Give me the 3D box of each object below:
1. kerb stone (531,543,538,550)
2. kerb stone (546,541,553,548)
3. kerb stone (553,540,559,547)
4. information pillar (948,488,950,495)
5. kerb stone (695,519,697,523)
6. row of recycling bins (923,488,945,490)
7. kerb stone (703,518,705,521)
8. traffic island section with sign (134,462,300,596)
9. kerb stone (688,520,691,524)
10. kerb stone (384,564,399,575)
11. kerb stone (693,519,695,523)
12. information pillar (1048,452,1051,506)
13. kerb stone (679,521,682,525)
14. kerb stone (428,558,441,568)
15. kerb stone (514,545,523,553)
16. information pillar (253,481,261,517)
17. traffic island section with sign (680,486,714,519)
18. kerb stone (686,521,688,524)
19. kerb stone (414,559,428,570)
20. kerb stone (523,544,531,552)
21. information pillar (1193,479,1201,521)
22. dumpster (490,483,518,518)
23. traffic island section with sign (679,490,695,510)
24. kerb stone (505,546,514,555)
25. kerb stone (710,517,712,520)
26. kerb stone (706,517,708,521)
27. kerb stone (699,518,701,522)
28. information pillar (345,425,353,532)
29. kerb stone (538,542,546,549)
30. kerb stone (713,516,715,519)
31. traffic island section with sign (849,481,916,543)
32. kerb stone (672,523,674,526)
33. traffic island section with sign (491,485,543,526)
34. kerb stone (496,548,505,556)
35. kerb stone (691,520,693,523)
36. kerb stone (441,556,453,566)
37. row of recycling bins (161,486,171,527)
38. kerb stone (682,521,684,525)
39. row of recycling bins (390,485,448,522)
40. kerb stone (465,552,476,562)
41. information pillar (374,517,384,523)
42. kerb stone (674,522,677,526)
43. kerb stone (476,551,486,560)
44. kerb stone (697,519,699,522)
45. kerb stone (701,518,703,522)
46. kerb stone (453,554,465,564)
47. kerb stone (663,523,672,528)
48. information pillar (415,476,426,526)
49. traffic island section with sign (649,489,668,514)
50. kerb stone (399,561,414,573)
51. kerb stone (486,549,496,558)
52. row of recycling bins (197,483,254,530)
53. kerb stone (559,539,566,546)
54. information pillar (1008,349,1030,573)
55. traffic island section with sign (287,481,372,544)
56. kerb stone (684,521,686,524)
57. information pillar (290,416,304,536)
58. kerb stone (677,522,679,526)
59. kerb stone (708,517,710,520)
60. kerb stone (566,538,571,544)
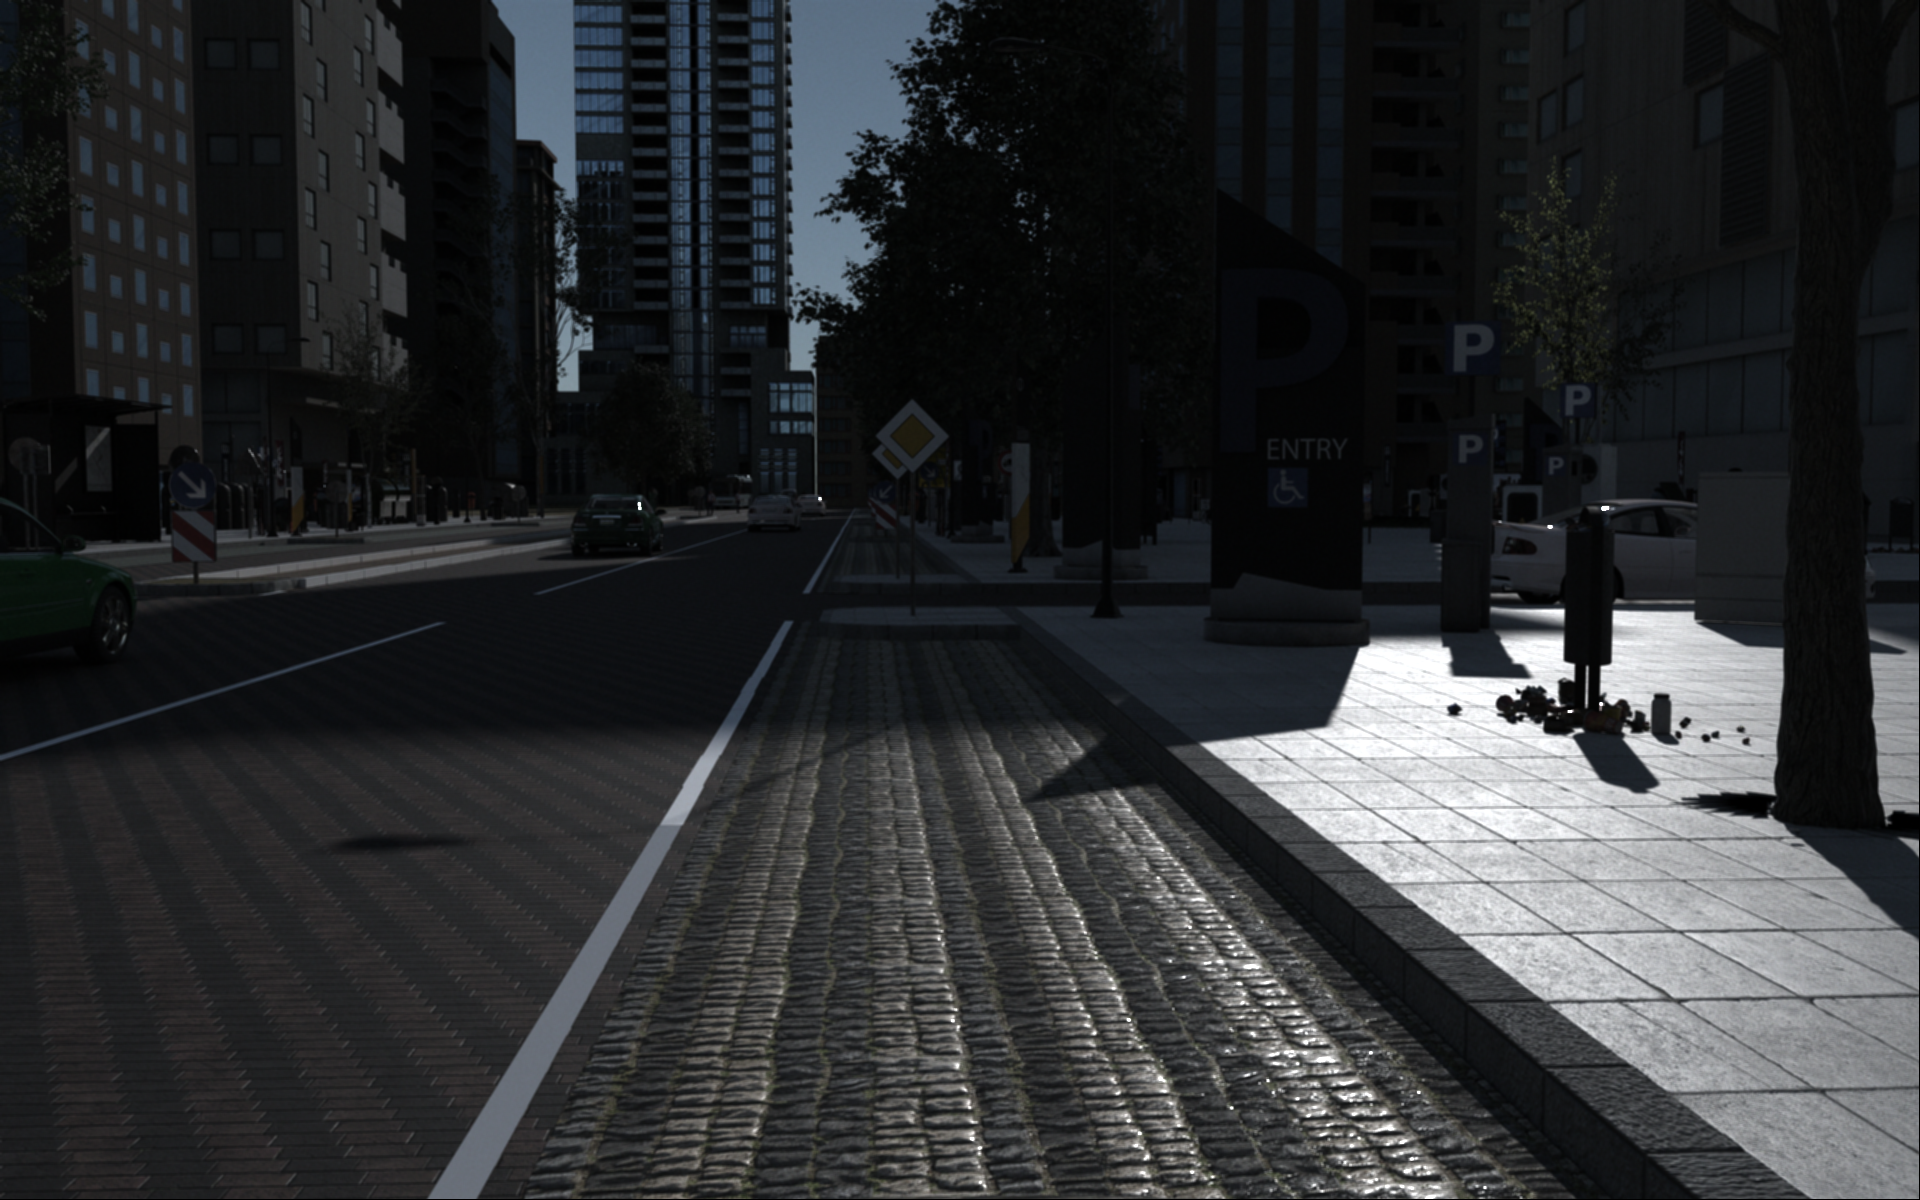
[{"bbox_3d":[-10.977,-1.341,44.180,0.120,0.150,1.000,0,4,-3],"label":"kerb stone"},{"bbox_3d":[-11.094,-1.470,46.226,0.120,0.150,1.000,0,4,-3],"label":"kerb stone"},{"bbox_3d":[-11.147,-1.532,47.247,0.120,0.150,1.000,0,4,-3],"label":"kerb stone"},{"bbox_3d":[-0.370,-5.518,81.575,0.504,3.616,0.183,1,4,10],"label":"information pillar"},{"bbox_3d":[-13.310,-3.909,86.111,0.120,0.150,1.000,0,4,-3],"label":"kerb stone"},{"bbox_3d":[-0.955,-5.208,92.258,1.069,1.692,3.534,3,5,41],"label":"row of recycling bins"},{"bbox_3d":[-13.542,-4.160,90.205,0.120,0.150,1.000,0,4,-3],"label":"kerb stone"},{"bbox_3d":[-10.971,-1.053,25.349,2.006,1.907,1.989,0,4,-3],"label":"traffic island section with sign"},{"bbox_3d":[-13.142,-3.720,83.028,0.120,0.150,1.000,0,4,-3],"label":"kerb stone"},{"bbox_3d":[-10.242,-0.531,30.870,0.120,0.150,1.000,0,4,-3],"label":"kerb stone"},{"bbox_3d":[-13.259,-3.842,85.088,0.120,0.150,1.000,0,4,-3],"label":"kerb stone"},{"bbox_3d":[3.497,-4.910,71.635,0.504,3.616,0.183,1,4,18],"label":"information pillar"},{"bbox_3d":[-12.913,-3.471,78.945,0.120,0.150,1.000,0,4,-3],"label":"kerb stone"},{"bbox_3d":[-10.403,-0.718,33.943,0.120,0.150,1.000,0,4,-3],"label":"kerb stone"},{"bbox_3d":[-10.859,-1.220,42.136,0.120,0.150,1.000,0,4,-3],"label":"kerb stone"},{"bbox_3d":[-38.689,-5.556,95.327,0.304,2.012,0.304,1,4,19],"label":"information pillar"},{"bbox_3d":[-15.153,-5.641,100.371,2.006,1.907,1.989,0,4,-3],"label":"traffic island section with sign"},{"bbox_3d":[-13.087,-3.658,82.007,0.120,0.150,1.000,0,4,-3],"label":"kerb stone"},{"bbox_3d":[-10.354,-0.656,32.922,0.120,0.150,1.000,0,4,-3],"label":"kerb stone"},{"bbox_3d":[-10.913,-1.282,43.158,0.120,0.150,1.000,0,4,-3],"label":"kerb stone"},{"bbox_3d":[11.264,-4.767,82.436,0.304,2.012,0.304,2,4,27],"label":"information pillar"},{"bbox_3d":[-24.284,-5.306,92.507,1.264,1.857,1.865,0,4,-3],"label":"dumpster"},{"bbox_3d":[-24.015,-8.943,154.849,1.989,1.847,2.006,0,4,-3],"label":"traffic island section with sign"},{"bbox_3d":[-10.809,-1.157,41.115,0.120,0.150,1.000,0,4,-3],"label":"kerb stone"},{"bbox_3d":[-13.765,-4.410,94.299,0.120,0.150,1.000,0,4,-3],"label":"kerb stone"},{"bbox_3d":[-13.653,-4.284,92.251,0.120,0.150,1.000,0,4,-3],"label":"kerb stone"},{"bbox_3d":[-13.428,-4.034,88.156,0.120,0.150,1.000,0,4,-3],"label":"kerb stone"},{"bbox_3d":[-20.728,-4.122,58.746,0.183,3.616,0.504,-2,4,-28],"label":"information pillar"},{"bbox_3d":[-11.031,-1.407,45.206,0.120,0.150,1.000,0,4,-3],"label":"kerb stone"},{"bbox_3d":[-13.874,-4.535,96.340,0.120,0.150,1.000,0,4,-3],"label":"kerb stone"},{"bbox_3d":[-2.324,-2.628,51.601,1.989,1.847,2.006,0,4,-3],"label":"traffic island section with sign"},{"bbox_3d":[-12.736,-3.280,75.876,0.120,0.150,1.000,0,4,-3],"label":"kerb stone"},{"bbox_3d":[-19.695,-4.192,77.159,1.989,1.847,2.006,0,4,-3],"label":"traffic island section with sign"},{"bbox_3d":[-10.757,-1.092,40.094,0.120,0.150,1.000,0,4,-3],"label":"kerb stone"},{"bbox_3d":[-13.192,-3.776,84.055,0.120,0.150,1.000,0,4,-3],"label":"kerb stone"},{"bbox_3d":[-10.464,-0.776,34.964,0.120,0.150,1.000,0,4,-3],"label":"kerb stone"},{"bbox_3d":[-30.811,-3.638,66.600,3.534,1.692,1.069,-2,4,-30],"label":"row of recycling bins"},{"bbox_3d":[-12.969,-3.532,79.966,0.120,0.150,1.000,0,4,-3],"label":"kerb stone"},{"bbox_3d":[-25.308,-4.512,80.883,3.534,1.692,1.069,2,4,31],"label":"row of recycling bins"},{"bbox_3d":[-10.578,-0.907,37.018,0.120,0.150,1.000,0,4,-3],"label":"kerb stone"},{"bbox_3d":[-25.992,-4.464,77.473,0.304,2.012,0.304,1,4,21],"label":"information pillar"},{"bbox_3d":[-12.800,-3.346,76.896,0.120,0.150,1.000,0,4,-3],"label":"kerb stone"},{"bbox_3d":[-10.635,-0.969,38.043,0.120,0.150,1.000,0,4,-3],"label":"kerb stone"},{"bbox_3d":[-13.365,-3.972,87.136,0.120,0.150,1.000,0,4,-3],"label":"kerb stone"},{"bbox_3d":[-13.488,-4.097,89.182,0.120,0.150,1.000,0,4,-3],"label":"kerb stone"},{"bbox_3d":[-10.520,-0.844,35.997,0.120,0.150,1.000,0,4,-3],"label":"kerb stone"},{"bbox_3d":[-12.684,-3.221,74.853,0.120,0.150,1.000,0,4,-3],"label":"kerb stone"},{"bbox_3d":[-21.402,-3.930,68.740,0.304,2.012,0.304,0,4,-1],"label":"information pillar"},{"bbox_3d":[-22.466,-7.238,126.973,1.989,1.847,2.006,0,4,-3],"label":"traffic island section with sign"},{"bbox_3d":[-10.298,-0.583,31.894,0.120,0.150,1.000,0,4,-3],"label":"kerb stone"},{"bbox_3d":[-10.696,-1.032,39.073,0.120,0.150,1.000,0,4,-3],"label":"kerb stone"},{"bbox_3d":[-26.684,-3.404,62.776,1.069,1.692,3.534,0,4,5],"label":"row of recycling bins"},{"bbox_3d":[-11.207,-1.595,48.268,0.120,0.150,1.000,0,4,-3],"label":"kerb stone"},{"bbox_3d":[0.983,-2.257,28.249,0.183,3.616,0.504,2,4,30],"label":"information pillar"},{"bbox_3d":[-18.202,-2.545,50.245,1.989,1.847,2.006,0,4,-3],"label":"traffic island section with sign"},{"bbox_3d":[-13.028,-3.591,80.987,0.120,0.150,1.000,0,4,-3],"label":"kerb stone"},{"bbox_3d":[-20.129,-3.743,52.551,0.183,3.616,0.504,1,4,13],"label":"information pillar"},{"bbox_3d":[-12.860,-3.401,77.925,0.120,0.150,1.000,0,4,-3],"label":"kerb stone"},{"bbox_3d":[-13.709,-4.347,93.275,0.120,0.150,1.000,0,4,-3],"label":"kerb stone"},{"bbox_3d":[-11.260,-1.656,49.292,0.120,0.150,1.000,0,4,-3],"label":"kerb stone"}]
